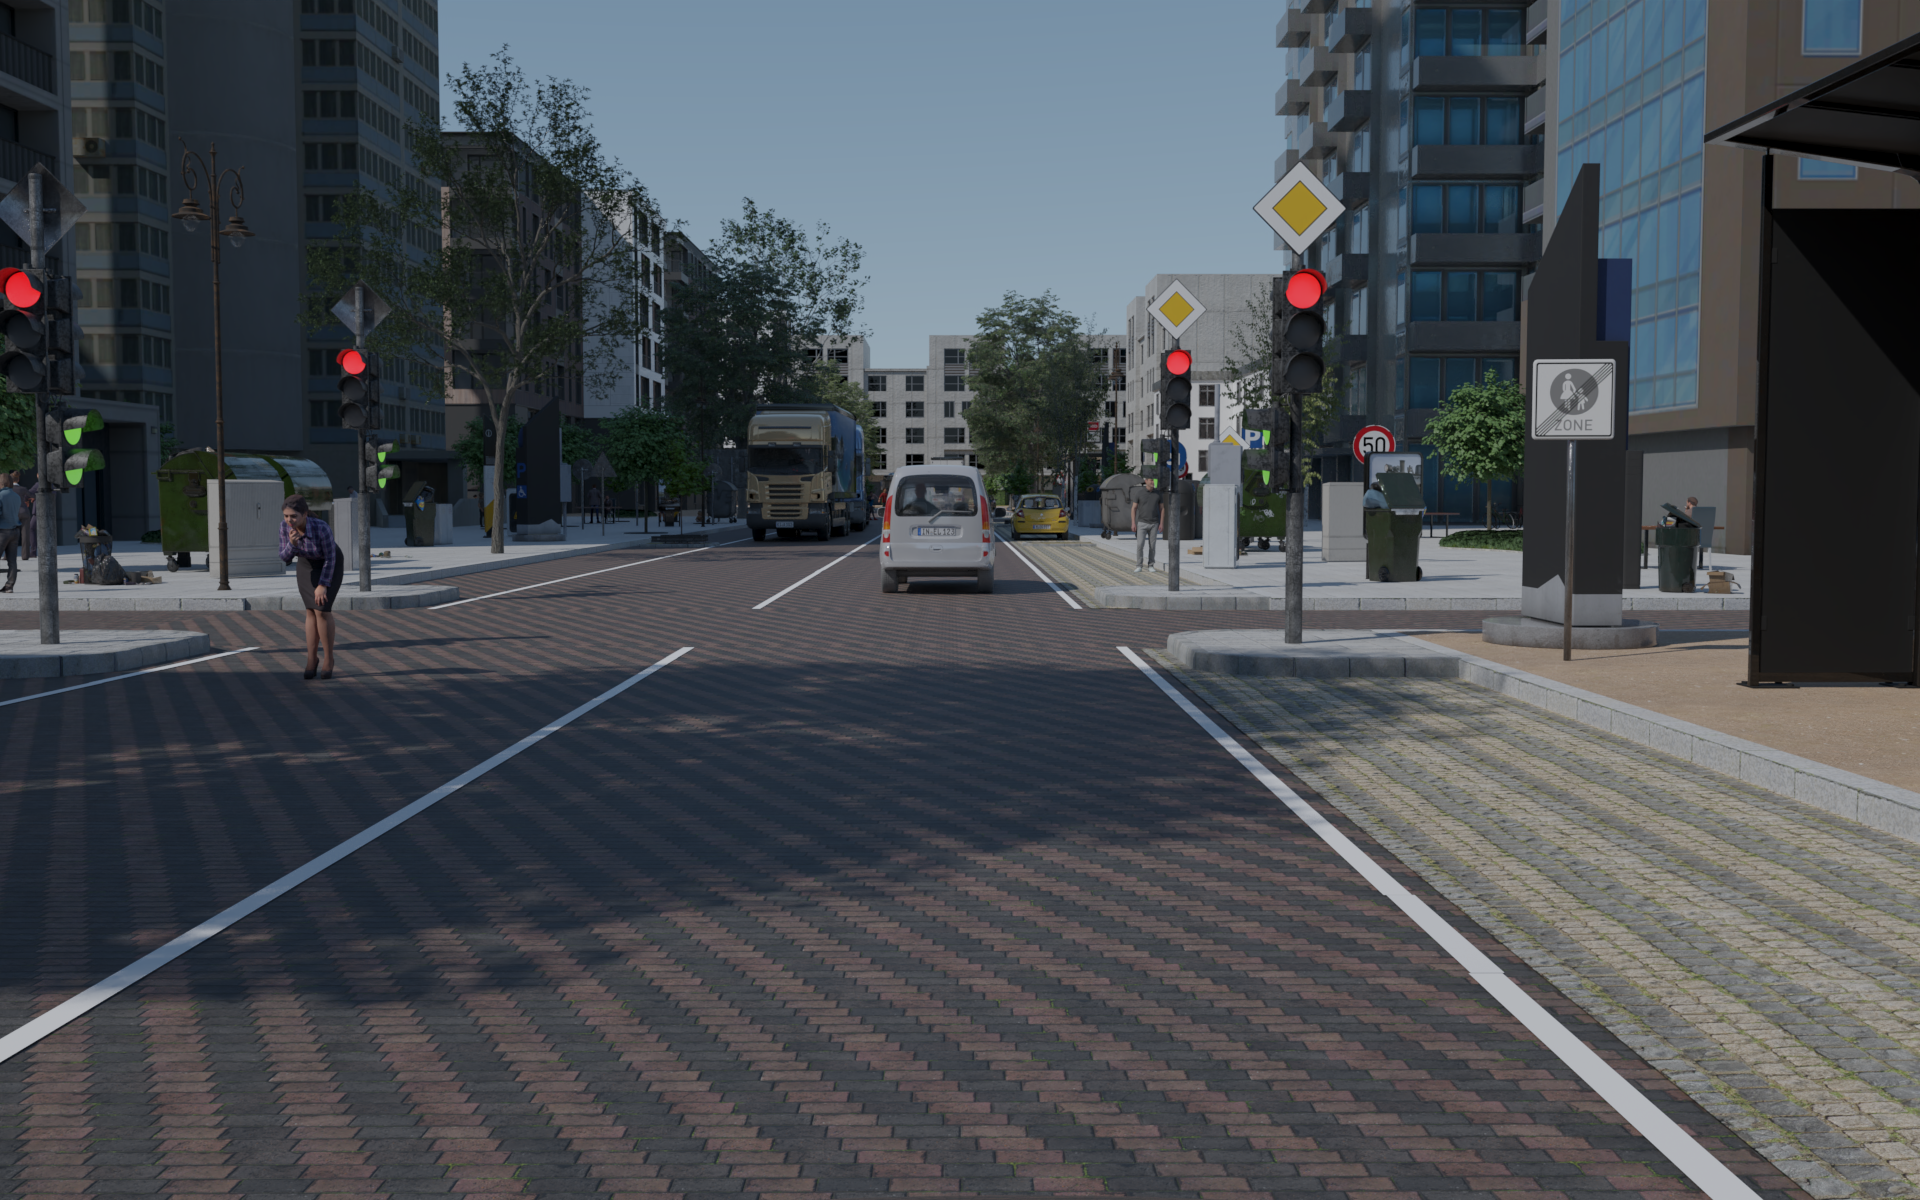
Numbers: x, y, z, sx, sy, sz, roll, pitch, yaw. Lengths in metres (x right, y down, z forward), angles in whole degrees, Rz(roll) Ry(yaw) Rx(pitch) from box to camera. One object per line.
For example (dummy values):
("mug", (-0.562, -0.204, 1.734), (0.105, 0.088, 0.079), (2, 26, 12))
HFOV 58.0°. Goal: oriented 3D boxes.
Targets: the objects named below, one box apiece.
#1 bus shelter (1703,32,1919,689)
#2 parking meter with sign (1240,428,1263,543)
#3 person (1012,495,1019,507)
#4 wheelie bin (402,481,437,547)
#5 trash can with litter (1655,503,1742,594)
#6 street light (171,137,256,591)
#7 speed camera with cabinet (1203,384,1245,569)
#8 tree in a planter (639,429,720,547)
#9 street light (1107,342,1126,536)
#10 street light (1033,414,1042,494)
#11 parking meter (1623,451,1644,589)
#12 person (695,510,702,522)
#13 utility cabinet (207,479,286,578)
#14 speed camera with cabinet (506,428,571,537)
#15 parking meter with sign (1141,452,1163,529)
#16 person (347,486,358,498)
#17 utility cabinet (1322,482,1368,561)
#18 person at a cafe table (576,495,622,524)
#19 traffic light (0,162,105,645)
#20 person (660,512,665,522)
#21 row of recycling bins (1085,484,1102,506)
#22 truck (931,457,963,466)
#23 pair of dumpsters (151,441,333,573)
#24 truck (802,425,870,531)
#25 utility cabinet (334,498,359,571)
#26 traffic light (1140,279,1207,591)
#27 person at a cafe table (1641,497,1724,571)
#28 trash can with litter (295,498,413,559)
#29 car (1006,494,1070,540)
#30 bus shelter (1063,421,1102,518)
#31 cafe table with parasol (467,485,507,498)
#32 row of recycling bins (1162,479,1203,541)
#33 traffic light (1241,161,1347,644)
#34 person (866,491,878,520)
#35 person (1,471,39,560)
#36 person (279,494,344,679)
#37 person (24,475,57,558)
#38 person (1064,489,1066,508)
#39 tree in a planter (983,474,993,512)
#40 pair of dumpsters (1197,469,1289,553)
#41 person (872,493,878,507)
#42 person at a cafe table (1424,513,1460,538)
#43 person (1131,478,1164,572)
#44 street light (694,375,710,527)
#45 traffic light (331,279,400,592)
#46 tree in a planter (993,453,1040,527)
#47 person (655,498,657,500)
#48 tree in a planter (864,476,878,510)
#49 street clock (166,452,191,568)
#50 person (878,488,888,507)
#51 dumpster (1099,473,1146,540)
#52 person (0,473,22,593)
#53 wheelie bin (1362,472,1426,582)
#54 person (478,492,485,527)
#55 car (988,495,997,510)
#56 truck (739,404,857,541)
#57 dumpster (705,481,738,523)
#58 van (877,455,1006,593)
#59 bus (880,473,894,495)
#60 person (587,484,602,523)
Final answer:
("bus shelter", (5.737, -1.046, 8.378), (1.731, 3.624, 6.357), (0, 4, 0))
("parking meter with sign", (7.609, -3.049, 46.110), (0.543, 3.016, 1.738), (0, 4, -1))
("person", (2.777, -4.567, 83.900), (0.376, 1.734, 0.841), (-1, 4, -13))
("wheelie bin", (-13.232, -2.113, 42.453), (0.693, 1.594, 0.980), (-3, 5, -40))
("trash can with litter", (9.609, -0.682, 22.542), (1.055, 1.170, 0.624), (2, 4, 28))
("street light", (-9.813, -3.067, 22.928), (0.468, 5.910, 1.993), (0, 4, 0))
("speed camera with cabinet", (4.656, -2.211, 30.486), (0.660, 3.252, 2.038), (1, 4, 13))
("tree in a planter", (-7.657, -3.075, 47.502), (1.991, 3.239, 1.994), (0, 4, 0))
("street light", (4.749, -4.888, 52.709), (0.468, 5.910, 1.993), (0, 4, 0))
("street light", (4.393, -7.627, 97.486), (0.468, 5.910, 1.993), (0, 4, 0))
("parking meter", (9.070, -1.086, 23.470), (0.255, 1.863, 0.399), (0, 4, 7))
("person", (-11.779, -3.790, 78.478), (0.381, 0.543, 0.357), (1, 4, 13))
("utility cabinet", (-10.975, -1.102, 26.693), (0.318, 1.500, 1.173), (2, 4, 28))
("speed camera with cabinet", (-12.667, -3.528, 52.021), (2.038, 3.252, 0.660), (2, 4, 26))
("parking meter with sign", (7.582, -4.148, 64.074), (1.738, 3.016, 0.543), (1, 4, 12))
("person", (-19.968, -2.983, 57.029), (0.590, 1.554, 0.614), (-3, 4, -38))
("utility cabinet", (7.460, -1.477, 32.831), (1.173, 1.500, 0.318), (-1, 4, -15))
("person at a cafe table", (-15.526, -3.941, 75.289), (1.698, 1.238, 1.726), (1, 4, 16))
("traffic light", (-7.773, -1.577, 14.709), (0.839, 4.253, 0.868), (0, 4, 0))
("person", (-13.420, -4.278, 78.351), (0.453, 1.535, 0.546), (1, 4, 8))
("row of recycling bins", (6.145, -3.938, 71.500), (1.069, 1.692, 3.534), (-1, 4, -18))
("truck", (-0.997, -9.022, 136.430), (2.839, 4.237, 11.283), (0, 4, 0))
("pair of dumpsters", (-12.487, -1.700, 30.295), (1.574, 2.255, 4.437), (0, 4, 0))
("truck", (-5.143, -5.098, 73.115), (2.967, 4.110, 18.799), (0, 4, -2))
("utility cabinet", (-10.382, -1.110, 29.316), (0.306, 1.237, 1.020), (-1, 4, -13))
("traffic light", (2.807, -2.070, 22.764), (0.839, 4.253, 0.868), (0, 4, 0))
("person at a cafe table", (12.215, -1.147, 29.616), (1.698, 1.238, 1.726), (-1, 4, -9))
("trash can with litter", (-12.161, -1.455, 34.842), (2.233, 1.210, 1.678), (1, 4, 13))
("car", (2.485, -2.710, 54.528), (2.015, 1.641, 3.980), (0, 3, 0))
("bus shelter", (6.621, -7.039, 92.720), (2.179, 5.291, 8.768), (0, 4, 0))
("cafe table with parasol", (-25.828, -5.496, 94.724), (2.610, 1.966, 2.610), (-3, 5, -42))
("row of recycling bins", (6.417, -2.584, 49.362), (1.069, 1.692, 3.534), (1, 4, 17))
("traffic light", (2.848, -1.582, 14.779), (0.839, 4.253, 0.868), (0, 4, 0))
("person", (-4.834, -5.175, 94.977), (0.662, 1.594, 0.647), (-1, 4, -21))
("person", (-18.150, -1.634, 33.554), (0.445, 1.727, 0.742), (2, 4, 30))
("person", (-4.985, -0.097, 13.323), (0.421, 1.427, 0.697), (0, 4, 3))
("person", (-18.616, -1.740, 34.935), (0.568, 1.767, 0.683), (1, 4, 18))
("person", (9.427, -9.116, 155.813), (0.721, 1.743, 1.217), (3, 5, 44))
("tree in a planter", (2.313, -7.809, 124.907), (1.991, 3.239, 1.994), (0, 4, 0))
("pair of dumpsters", (6.557, -2.293, 39.983), (1.574, 2.255, 4.437), (0, 4, 0))
("person", (-8.562, -9.812, 169.643), (1.217, 1.736, 0.721), (1, 4, 14))
("person at a cafe table", (13.455, -2.454, 50.979), (1.698, 1.238, 1.726), (-1, 4, -22))
("person", (3.432, -1.410, 31.680), (0.598, 1.807, 0.434), (1, 4, 9))
("street light", (-10.035, -5.791, 67.469), (0.468, 5.910, 1.993), (0, 4, 0))
("traffic light", (-7.814, -2.066, 22.694), (0.839, 4.253, 0.868), (0, 4, 0))
("tree in a planter", (2.573, -4.744, 74.788), (1.991, 3.239, 1.994), (0, 4, 0))
("person", (-19.100, -6.422, 111.039), (0.705, 1.824, 1.348), (-3, 5, -39))
("tree in a planter", (-8.205, -9.533, 153.088), (1.991, 3.239, 1.994), (0, 4, 0))
("street clock", (-13.570, -1.570, 30.234), (0.471, 2.002, 0.358), (0, 4, -8))
("person", (-4.841, -6.324, 111.842), (0.705, 1.831, 1.348), (3, 5, 40))
("dumpster", (4.647, -2.647, 49.041), (1.264, 1.857, 1.865), (0, 4, 0))
("person", (-12.391, -0.865, 22.403), (0.429, 1.552, 0.499), (3, 5, 39))
("wheelie bin", (6.333, -1.070, 25.406), (0.980, 1.594, 0.693), (-1, 4, -23))
("person", (-18.433, -3.491, 67.025), (0.340, 1.345, 0.435), (0, 4, 3))
("car", (2.018, -7.928, 139.405), (2.009, 1.686, 4.222), (0, 4, -1))
("truck", (-5.054, -4.112, 56.143), (2.839, 4.237, 11.283), (0, 4, 2))
("dumpster", (-10.500, -4.309, 76.203), (1.264, 1.857, 1.865), (0, 4, 0))
("van", (-0.295, -1.188, 26.435), (2.013, 2.044, 4.112), (0, 4, 1))
("bus", (-5.015, -9.158, 144.587), (2.948, 3.499, 13.247), (0, 4, -1))
("person", (-16.137, -4.260, 76.517), (0.655, 1.722, 0.431), (0, 4, -1))
